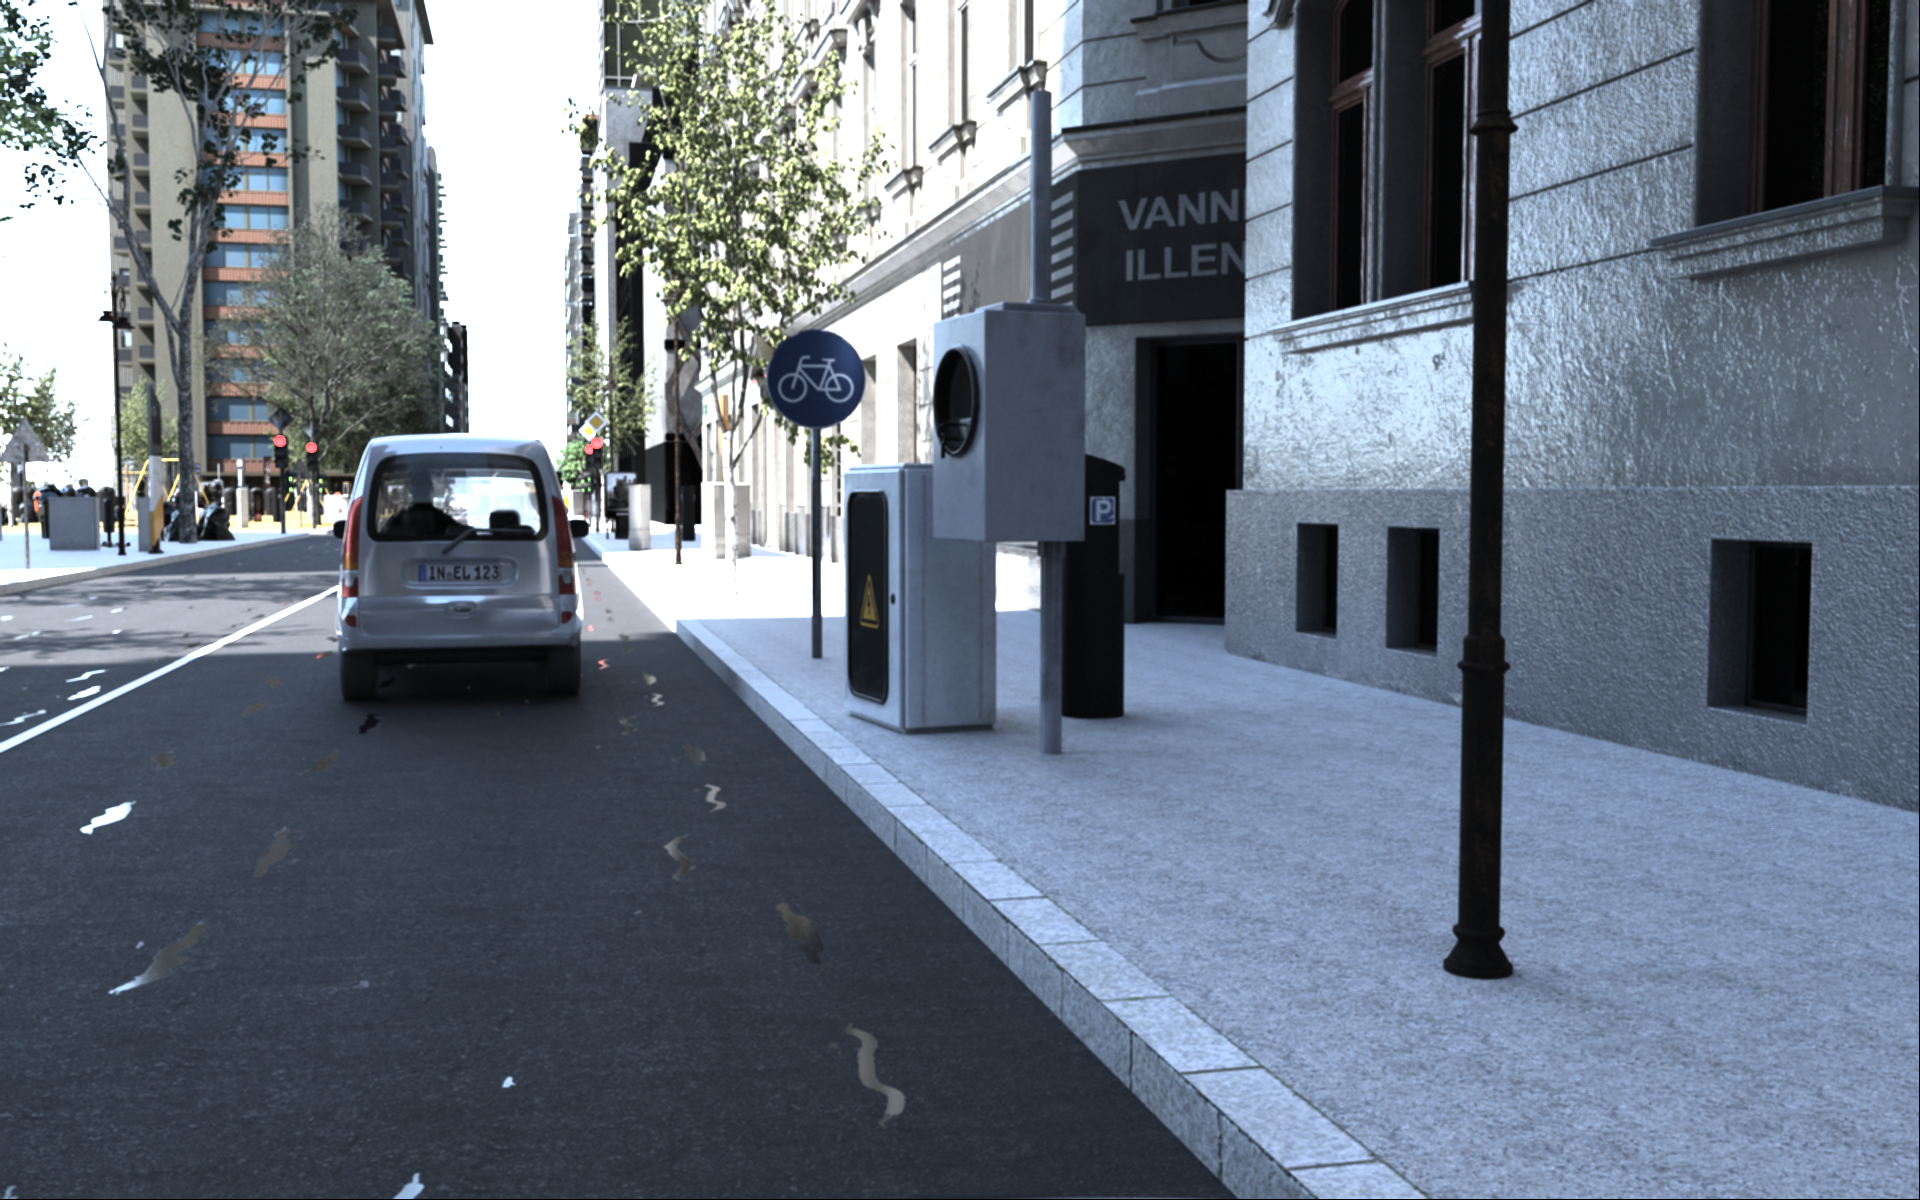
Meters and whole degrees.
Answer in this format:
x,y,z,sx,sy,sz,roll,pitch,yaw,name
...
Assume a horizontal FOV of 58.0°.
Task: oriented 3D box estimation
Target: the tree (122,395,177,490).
x,y,z,sx,sy,sz,roll,pitch,yaw,name
-59.973,-10.886,128.345,4.360,8.622,3.978,0,3,0,tree

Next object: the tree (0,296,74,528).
x,y,z,sx,sy,sz,roll,pitch,yaw,name
-35.712,-7.032,65.339,4.737,8.622,4.395,0,3,0,tree

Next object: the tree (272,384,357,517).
x,y,z,sx,sy,sz,roll,pitch,yaw,name
-36.386,-8.981,97.206,4.360,8.622,3.978,0,3,0,tree

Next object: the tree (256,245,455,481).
x,y,z,sx,sy,sz,roll,pitch,yaw,name
-30.530,-11.058,87.451,9.857,13.997,8.962,0,3,0,tree

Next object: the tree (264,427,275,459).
x,y,z,sx,sy,sz,roll,pitch,yaw,name
-47.546,-10.612,123.875,4.737,8.622,4.395,0,3,0,tree

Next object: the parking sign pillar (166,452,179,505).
x,y,z,sx,sy,sz,roll,pitch,yaw,name
-50.840,-7.581,112.420,1.447,3.967,1.447,1,4,17,parking sign pillar

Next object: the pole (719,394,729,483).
x,y,z,sx,sy,sz,roll,pitch,yaw,name
-4.822,-2.546,35.466,0.158,3.312,0.155,0,3,0,pole

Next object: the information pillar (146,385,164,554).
x,y,z,sx,sy,sz,roll,pitch,yaw,name
-17.366,-2.815,37.378,0.183,3.616,0.504,0,4,-1,information pillar

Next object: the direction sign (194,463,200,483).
x,y,z,sx,sy,sz,roll,pitch,yaw,name
-56.407,-8.295,127.616,0.876,3.537,0.379,1,4,9,direction sign

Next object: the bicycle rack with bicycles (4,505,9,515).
x,y,z,sx,sy,sz,roll,pitch,yaw,name
-57.019,-5.650,105.756,2.925,0.926,2.852,0,4,-8,bicycle rack with bicycles

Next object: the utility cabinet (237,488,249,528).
x,y,z,sx,sy,sz,roll,pitch,yaw,name
-27.160,-3.480,65.574,0.318,1.500,1.173,-2,4,-28,utility cabinet

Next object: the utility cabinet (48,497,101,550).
x,y,z,sx,sy,sz,roll,pitch,yaw,name
-20.290,-1.745,39.692,1.020,1.237,0.306,0,4,-7,utility cabinet

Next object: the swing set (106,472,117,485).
x,y,z,sx,sy,sz,roll,pitch,yaw,name
-59.187,-7.710,123.670,3.119,2.851,2.862,-2,4,-27,swing set

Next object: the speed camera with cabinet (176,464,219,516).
x,y,z,sx,sy,sz,roll,pitch,yaw,name
-43.914,-6.431,99.488,2.038,3.252,0.660,0,4,-3,speed camera with cabinet

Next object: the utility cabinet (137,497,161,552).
x,y,z,sx,sy,sz,roll,pitch,yaw,name
-18.295,-1.707,39.064,0.306,1.237,1.020,-1,4,-14,utility cabinet

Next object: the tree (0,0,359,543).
x,y,z,sx,sy,sz,roll,pitch,yaw,name
-21.505,-11.574,45.117,12.611,20.169,13.585,0,3,0,tree

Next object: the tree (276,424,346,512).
x,y,z,sx,sy,sz,roll,pitch,yaw,name
-42.163,-10.004,113.925,4.737,8.622,4.395,0,3,0,tree

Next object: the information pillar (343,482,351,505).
x,y,z,sx,sy,sz,roll,pitch,yaw,name
-38.437,-6.370,108.649,0.304,2.012,0.304,1,4,16,information pillar

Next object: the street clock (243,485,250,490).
x,y,z,sx,sy,sz,roll,pitch,yaw,name
-54.683,-7.844,132.822,0.471,2.002,0.358,1,4,12,street clock

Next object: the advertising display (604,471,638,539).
x,y,z,sx,sy,sz,roll,pitch,yaw,name
-9.659,-2.700,49.362,0.974,1.923,0.123,-2,4,-33,advertising display

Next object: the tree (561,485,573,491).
x,y,z,sx,sy,sz,roll,pitch,yaw,name
-42.724,-11.927,189.614,1.663,3.219,1.824,0,3,0,tree

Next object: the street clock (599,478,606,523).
x,y,z,sx,sy,sz,roll,pitch,yaw,name
-15.682,-4.378,76.152,0.471,2.002,0.358,0,4,2,street clock

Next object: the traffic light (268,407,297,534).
x,y,z,sx,sy,sz,roll,pitch,yaw,name
-21.853,-4.095,55.877,0.839,4.253,0.868,-1,4,-14,traffic light

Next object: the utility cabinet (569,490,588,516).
x,y,z,sx,sy,sz,roll,pitch,yaw,name
-21.892,-5.546,99.359,0.318,1.500,1.173,2,4,34,utility cabinet

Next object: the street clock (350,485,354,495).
x,y,z,sx,sy,sz,roll,pitch,yaw,name
-46.636,-7.856,133.018,0.358,2.002,0.471,1,4,19,street clock

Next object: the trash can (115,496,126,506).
x,y,z,sx,sy,sz,roll,pitch,yaw,name
-50.417,-5.643,103.911,0.748,1.137,0.748,0,3,0,trash can

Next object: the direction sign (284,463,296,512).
x,y,z,sx,sy,sz,roll,pitch,yaw,name
-48.910,-8.214,126.299,0.876,3.537,0.379,-1,4,-9,direction sign

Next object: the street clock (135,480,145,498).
x,y,z,sx,sy,sz,roll,pitch,yaw,name
-41.039,-5.024,86.713,0.471,2.002,0.358,2,4,24,street clock

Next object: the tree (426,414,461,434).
x,y,z,sx,sy,sz,roll,pitch,yaw,name
-46.157,-12.471,154.257,4.360,8.622,3.978,0,3,0,tree

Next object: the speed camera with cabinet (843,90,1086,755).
x,y,z,sx,sy,sz,roll,pitch,yaw,name
-0.038,-0.908,9.175,0.660,3.252,2.038,-1,4,-23,speed camera with cabinet

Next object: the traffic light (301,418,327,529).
x,y,z,sx,sy,sz,roll,pitch,yaw,name
-23.748,-4.570,63.635,0.839,4.253,0.868,-1,4,-14,traffic light

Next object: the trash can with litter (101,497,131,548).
x,y,z,sx,sy,sz,roll,pitch,yaw,name
-20.766,-1.895,42.049,1.678,1.210,2.233,-2,4,-29,trash can with litter

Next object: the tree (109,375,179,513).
x,y,z,sx,sy,sz,roll,pitch,yaw,name
-50.561,-9.673,108.514,4.737,8.622,4.395,0,3,0,tree

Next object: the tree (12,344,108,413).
x,y,z,sx,sy,sz,roll,pitch,yaw,name
-44.724,-8.265,85.493,4.360,8.622,3.978,0,3,0,tree

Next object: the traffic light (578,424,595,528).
x,y,z,sx,sy,sz,roll,pitch,yaw,name
-14.122,-4.714,65.993,0.839,4.253,0.868,-1,4,-14,traffic light

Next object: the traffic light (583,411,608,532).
x,y,z,sx,sy,sz,roll,pitch,yaw,name
-12.228,-4.239,58.235,0.839,4.253,0.868,-1,4,-14,traffic light

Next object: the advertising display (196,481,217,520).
x,y,z,sx,sy,sz,roll,pitch,yaw,name
-36.255,-4.782,83.400,0.123,1.923,0.974,3,4,39,advertising display

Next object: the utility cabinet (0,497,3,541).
x,y,z,sx,sy,sz,roll,pitch,yaw,name
-26.665,-2.210,47.293,0.306,1.237,1.020,1,4,15,utility cabinet

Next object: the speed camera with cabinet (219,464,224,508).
x,y,z,sx,sy,sz,roll,pitch,yaw,name
-48.012,-7.243,112.766,0.660,3.252,2.038,0,4,7,speed camera with cabinet

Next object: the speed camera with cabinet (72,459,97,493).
x,y,z,sx,sy,sz,roll,pitch,yaw,name
-48.997,-6.319,97.652,0.660,3.252,2.038,1,4,20,speed camera with cabinet

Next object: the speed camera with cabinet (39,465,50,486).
x,y,z,sx,sy,sz,roll,pitch,yaw,name
-61.985,-7.601,118.606,2.038,3.252,0.660,1,4,11,speed camera with cabinet

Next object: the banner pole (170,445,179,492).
x,y,z,sx,sy,sz,roll,pitch,yaw,name
-41.008,-6.154,90.642,0.401,3.779,0.863,1,4,22,banner pole

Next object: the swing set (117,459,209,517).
x,y,z,sx,sy,sz,roll,pitch,yaw,name
-35.536,-4.914,77.963,3.119,2.851,2.862,2,4,32,swing set

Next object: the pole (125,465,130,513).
x,y,z,sx,sy,sz,roll,pitch,yaw,name
-57.790,-7.731,120.239,0.158,3.312,0.155,0,3,0,pole

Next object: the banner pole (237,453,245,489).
x,y,z,sx,sy,sz,roll,pitch,yaw,name
-43.988,-7.099,106.085,0.863,3.779,0.401,2,4,28,banner pole

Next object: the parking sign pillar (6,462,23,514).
x,y,z,sx,sy,sz,roll,pitch,yaw,name
-58.711,-7.310,107.995,1.447,3.967,1.447,3,4,37,parking sign pillar

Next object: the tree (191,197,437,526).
x,y,z,sx,sy,sz,roll,pitch,yaw,name
-26.319,-9.820,70.921,12.009,13.543,11.850,0,3,0,tree

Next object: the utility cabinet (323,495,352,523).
x,y,z,sx,sy,sz,roll,pitch,yaw,name
-27.675,-4.017,76.845,1.020,1.237,0.306,-1,4,-11,utility cabinet

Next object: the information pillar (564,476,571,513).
x,y,z,sx,sy,sz,roll,pitch,yaw,name
-26.197,-7.597,115.570,0.504,3.616,0.183,1,4,21,information pillar

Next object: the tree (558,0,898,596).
x,y,z,sx,sy,sz,roll,pitch,yaw,name
-2.842,-4.347,21.428,4.737,8.622,4.395,0,3,0,tree

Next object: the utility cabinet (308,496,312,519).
x,y,z,sx,sy,sz,roll,pitch,yaw,name
-33.109,-4.730,88.494,0.306,1.237,1.020,-1,4,-15,utility cabinet

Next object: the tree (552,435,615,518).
x,y,z,sx,sy,sz,roll,pitch,yaw,name
-20.202,-6.681,92.944,4.285,4.588,4.351,0,3,0,tree

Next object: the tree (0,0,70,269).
x,y,z,sx,sy,sz,roll,pitch,yaw,name
-15.532,-5.929,22.698,9.928,11.665,9.643,0,3,0,tree

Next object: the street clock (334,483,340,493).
x,y,z,sx,sy,sz,roll,pitch,yaw,name
-42.105,-6.885,117.140,0.358,2.002,0.471,0,4,5,street clock

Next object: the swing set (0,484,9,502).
x,y,z,sx,sy,sz,roll,pitch,yaw,name
-64.686,-7.239,115.971,2.862,2.851,3.119,-1,4,-21,swing set

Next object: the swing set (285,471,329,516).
x,y,z,sx,sy,sz,roll,pitch,yaw,name
-38.375,-6.392,102.133,2.862,2.851,3.119,0,4,-8,swing set
